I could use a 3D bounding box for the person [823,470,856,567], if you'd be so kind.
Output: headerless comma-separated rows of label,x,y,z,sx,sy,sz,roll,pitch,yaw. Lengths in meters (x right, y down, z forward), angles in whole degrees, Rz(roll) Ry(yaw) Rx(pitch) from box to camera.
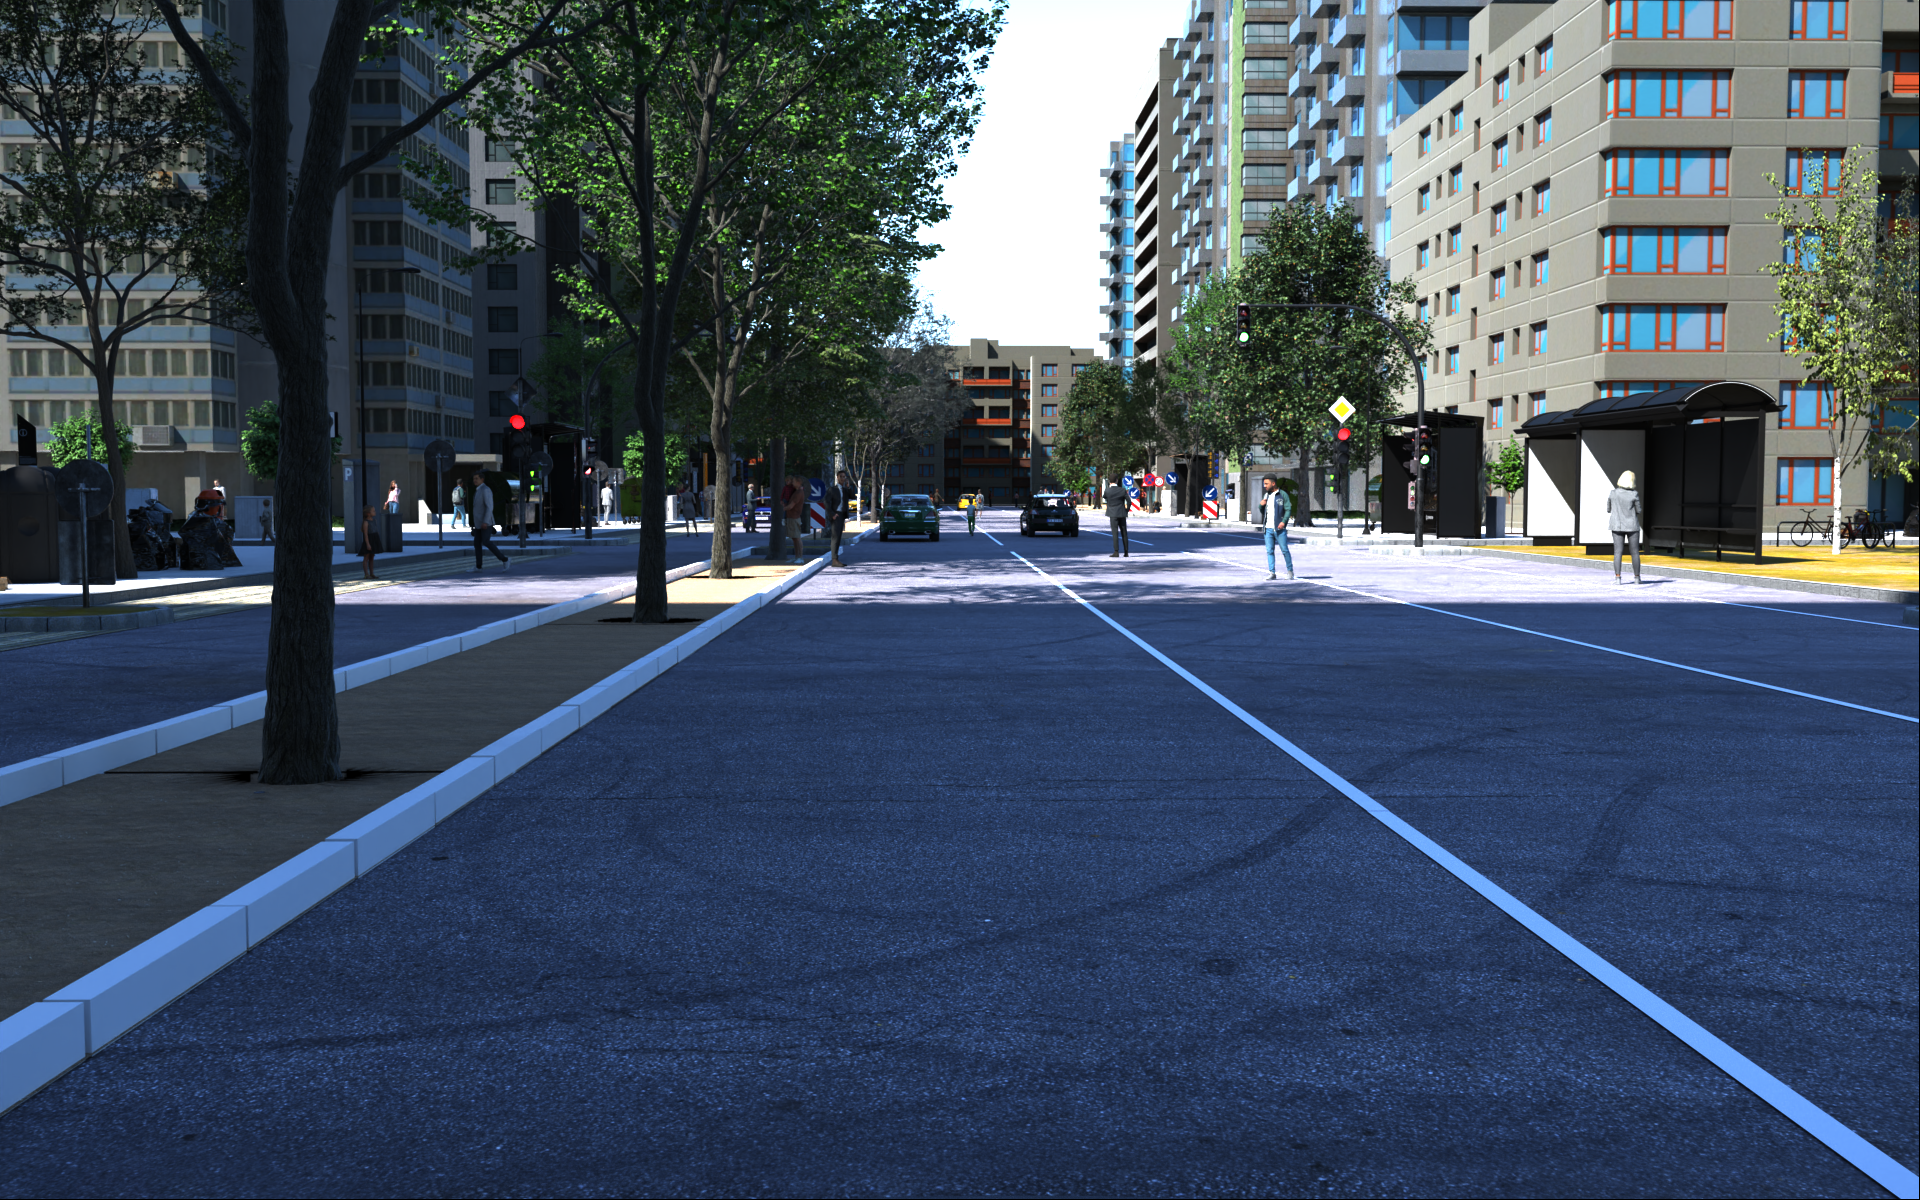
person,-2.355,-1.613,34.232,0.474,1.900,0.648,2,4,27

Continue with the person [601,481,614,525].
person,-14.513,-3.997,71.592,0.606,1.804,0.583,1,4,22

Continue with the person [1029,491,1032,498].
person,7.576,-10.635,183.207,0.721,1.723,1.217,-2,4,-24

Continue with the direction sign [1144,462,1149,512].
direction sign,13.425,-8.104,124.498,0.379,3.537,0.876,2,4,28

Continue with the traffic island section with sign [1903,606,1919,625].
traffic island section with sign,11.464,-0.619,18.755,1.989,1.847,2.006,0,4,-1

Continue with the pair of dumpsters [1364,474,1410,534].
pair of dumpsters,14.762,-3.369,57.579,1.574,2.255,4.437,0,4,-1

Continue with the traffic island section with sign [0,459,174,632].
traffic island section with sign,-9.756,-0.623,18.810,1.989,1.847,2.006,0,4,-1

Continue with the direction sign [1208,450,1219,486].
direction sign,13.017,-5.937,89.067,0.379,3.537,0.876,-2,4,-30

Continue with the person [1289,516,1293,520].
person,16.350,-4.819,85.408,0.480,1.755,0.524,3,5,44

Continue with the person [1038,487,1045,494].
person,4.318,-5.096,91.917,0.850,1.850,0.679,-2,4,-30

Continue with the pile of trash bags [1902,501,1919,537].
pile of trash bags,30.013,-2.545,51.368,3.447,1.369,1.912,0,4,-6

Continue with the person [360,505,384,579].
person,-9.871,-0.974,29.093,0.373,1.253,0.362,1,4,22

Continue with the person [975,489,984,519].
person,1.129,-5.501,99.447,0.512,1.701,0.522,0,4,-4

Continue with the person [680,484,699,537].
person,-9.056,-3.005,57.980,0.599,1.781,0.374,-1,4,-10

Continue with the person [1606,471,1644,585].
person,10.565,-1.154,27.543,0.537,1.800,0.526,3,5,43

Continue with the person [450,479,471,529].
person,-18.061,-3.451,62.454,0.713,1.824,0.794,-2,4,-32

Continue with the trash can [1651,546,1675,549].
trash can,16.407,-1.751,40.286,0.748,1.137,0.748,0,3,0

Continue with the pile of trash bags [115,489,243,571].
pile of trash bags,-13.589,-1.266,30.449,1.912,1.369,3.447,0,4,-8

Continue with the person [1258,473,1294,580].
person,5.257,-1.225,28.883,0.623,1.781,0.721,2,4,33

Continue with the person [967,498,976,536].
person,0.380,-2.815,58.776,0.306,1.304,0.590,0,4,0

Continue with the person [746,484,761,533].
person,-7.655,-3.396,64.206,0.590,1.801,0.661,0,4,-6

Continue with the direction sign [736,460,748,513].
direction sign,-14.678,-7.624,116.649,0.876,3.537,0.379,-2,4,-34

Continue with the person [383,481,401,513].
person,-19.767,-3.294,60.489,0.593,1.750,0.643,1,4,18

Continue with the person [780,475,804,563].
person,-3.436,-1.672,35.811,0.580,1.828,0.573,2,4,25

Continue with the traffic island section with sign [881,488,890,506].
traffic island section with sign,-5.374,-7.103,124.274,2.006,1.907,1.989,0,4,-1

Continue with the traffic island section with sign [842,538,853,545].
traffic island section with sign,-4.076,-2.508,49.146,2.006,1.907,1.989,0,4,-1

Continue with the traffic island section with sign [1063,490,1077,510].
traffic island section with sign,9.194,-8.737,151.482,1.989,1.847,2.006,0,4,-1

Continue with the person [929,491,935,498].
person,-2.723,-9.780,169.116,0.721,1.736,1.217,2,4,28

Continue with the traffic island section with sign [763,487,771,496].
traffic island section with sign,-11.186,-5.690,101.666,1.989,1.847,2.006,0,4,-1

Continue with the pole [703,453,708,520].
pole,-12.625,-5.632,85.919,0.158,3.312,0.155,0,3,0

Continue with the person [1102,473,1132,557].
person,3.556,-1.926,39.346,0.648,1.900,0.474,-1,4,-12

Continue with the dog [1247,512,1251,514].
dog,18.220,-5.563,108.684,0.748,0.427,0.550,1,4,9

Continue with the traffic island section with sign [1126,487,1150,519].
traffic island section with sign,10.039,-5.697,101.775,1.989,1.847,2.006,0,4,-1

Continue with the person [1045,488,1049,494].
person,5.016,-5.708,102.011,0.511,1.800,0.466,1,4,21

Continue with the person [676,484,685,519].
person,-14.173,-4.996,87.706,0.580,1.828,0.573,2,4,29

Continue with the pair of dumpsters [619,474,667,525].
pair of dumpsters,-13.678,-4.408,74.565,1.574,2.255,4.437,0,4,-1

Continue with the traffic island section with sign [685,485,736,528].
traffic island section with sign,-10.708,-4.033,74.571,1.989,1.847,2.006,0,4,-1

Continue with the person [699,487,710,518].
person,-13.691,-5.254,92.784,0.563,1.720,0.643,0,4,-1

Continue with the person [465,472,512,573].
person,-8.633,-1.425,31.641,0.795,1.843,0.661,-2,4,-30

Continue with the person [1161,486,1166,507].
person,14.659,-7.232,124.167,0.514,1.842,0.818,1,4,15

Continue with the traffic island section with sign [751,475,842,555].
traffic island section with sign,-3.958,-2.055,41.740,2.006,1.907,1.989,0,4,-1

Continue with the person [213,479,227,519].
person,-26.657,-3.435,62.331,0.709,1.813,0.853,1,4,18

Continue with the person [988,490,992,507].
person,3.292,-11.105,190.027,0.705,1.831,1.348,-1,4,-14

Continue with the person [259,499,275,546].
person,-18.061,-1.980,45.151,0.640,1.303,0.475,-1,4,-22

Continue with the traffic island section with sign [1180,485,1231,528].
traffic island section with sign,10.507,-4.024,74.420,1.989,1.847,2.006,0,4,-1

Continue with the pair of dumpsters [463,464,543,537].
pair of dumpsters,-14.275,-3.161,54.169,1.574,2.255,4.437,0,4,-1

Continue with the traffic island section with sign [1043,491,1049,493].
traffic island section with sign,8.722,-10.415,178.908,1.989,1.847,2.006,0,4,-1

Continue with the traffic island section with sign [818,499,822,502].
traffic island section with sign,-12.024,-8.723,151.254,1.989,1.847,2.006,0,4,-1
